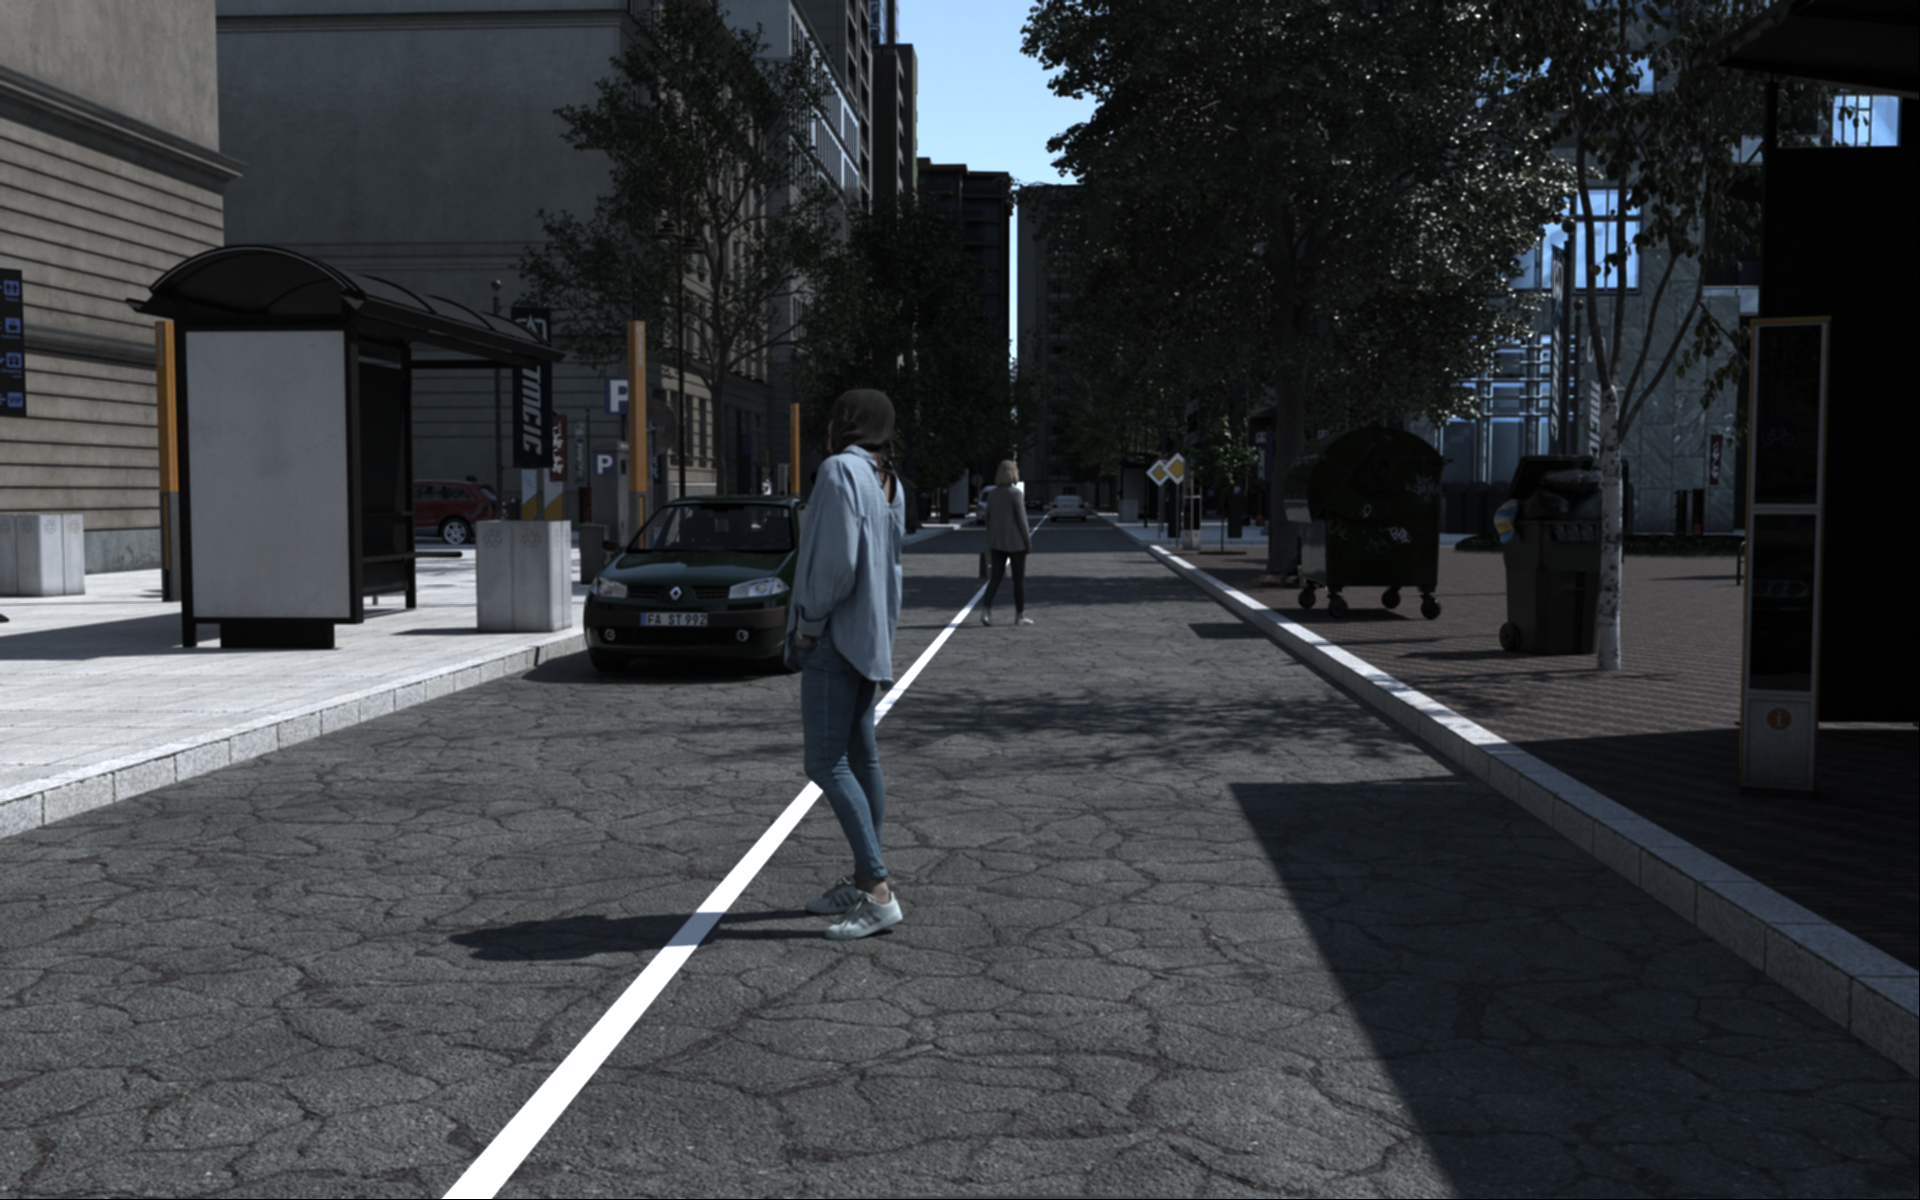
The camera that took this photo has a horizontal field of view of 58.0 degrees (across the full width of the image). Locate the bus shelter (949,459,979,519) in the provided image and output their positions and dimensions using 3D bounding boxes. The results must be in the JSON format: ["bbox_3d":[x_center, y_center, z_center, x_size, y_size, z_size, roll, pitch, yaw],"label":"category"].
[{"bbox_3d":[-0.122,-6.046,92.783,2.014,3.302,5.546,0,4,4],"label":"bus shelter"}]

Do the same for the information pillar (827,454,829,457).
[{"bbox_3d":[-6.466,-5.714,84.773,0.183,3.616,0.504,0,4,-5],"label":"information pillar"}]

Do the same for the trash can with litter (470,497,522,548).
[{"bbox_3d":[-10.432,-1.816,40.755,1.678,1.210,2.233,-3,4,-37],"label":"trash can with litter"}]

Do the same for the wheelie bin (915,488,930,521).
[{"bbox_3d":[-1.888,-4.528,81.933,0.980,1.594,0.693,1,4,20],"label":"wheelie bin"}]

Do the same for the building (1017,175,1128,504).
[{"bbox_3d":[14.292,-32.951,222.338,14.086,41.232,14.154,0,4,3],"label":"building"}]

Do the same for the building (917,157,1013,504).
[{"bbox_3d":[-7.655,-35.075,228.104,28.867,44.769,22.147,0,4,3],"label":"building"}]

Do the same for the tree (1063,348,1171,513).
[{"bbox_3d":[12.610,-13.398,137.185,7.486,12.596,7.792,0,3,0],"label":"tree"}]

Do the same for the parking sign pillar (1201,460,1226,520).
[{"bbox_3d":[12.747,-6.057,87.497,1.447,3.967,1.447,1,4,14],"label":"parking sign pillar"}]

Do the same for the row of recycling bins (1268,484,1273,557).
[{"bbox_3d":[6.737,-1.549,32.447,1.069,1.692,3.534,-1,4,-10],"label":"row of recycling bins"}]

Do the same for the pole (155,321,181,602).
[{"bbox_3d":[-9.393,-1.634,20.553,0.158,3.312,0.155,0,3,0],"label":"pole"}]

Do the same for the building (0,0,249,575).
[{"bbox_3d":[-30.774,-12.756,27.648,34.723,24.649,14.460,0,4,3],"label":"building"}]

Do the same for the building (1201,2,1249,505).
[{"bbox_3d":[31.316,-29.738,140.839,22.147,44.769,28.867,0,4,3],"label":"building"}]

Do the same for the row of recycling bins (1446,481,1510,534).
[{"bbox_3d":[16.850,-2.920,54.855,1.069,1.692,3.534,-2,4,-33],"label":"row of recycling bins"}]

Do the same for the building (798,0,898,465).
[{"bbox_3d":[-15.519,-42.615,135.009,20.563,71.187,20.611,0,4,3],"label":"building"}]

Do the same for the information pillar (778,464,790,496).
[{"bbox_3d":[-4.220,-2.312,42.300,0.304,2.012,0.304,-3,5,-43],"label":"information pillar"}]

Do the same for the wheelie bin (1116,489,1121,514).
[{"bbox_3d":[10.685,-6.456,113.463,0.693,1.594,0.980,3,5,40],"label":"wheelie bin"}]

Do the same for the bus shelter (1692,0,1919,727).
[{"bbox_3d":[4.629,-0.923,6.367,1.731,3.624,6.357,0,4,4],"label":"bus shelter"}]

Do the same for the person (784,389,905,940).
[{"bbox_3d":[-0.354,0.179,5.837,0.793,1.790,0.793,-1,4,-17],"label":"person"}]

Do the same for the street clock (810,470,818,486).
[{"bbox_3d":[-4.336,-2.976,53.224,0.471,2.002,0.358,1,4,14],"label":"street clock"}]

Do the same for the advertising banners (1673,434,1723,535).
[{"bbox_3d":[22.047,-3.397,51.729,0.090,3.025,2.074,-1,4,-14],"label":"advertising banners"}]

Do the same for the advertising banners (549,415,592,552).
[{"bbox_3d":[-8.161,-2.576,38.298,2.074,3.025,0.090,0,4,-3],"label":"advertising banners"}]

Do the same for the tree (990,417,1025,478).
[{"bbox_3d":[4.409,-13.009,163.053,4.737,8.622,4.395,0,3,0],"label":"tree"}]

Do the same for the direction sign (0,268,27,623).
[{"bbox_3d":[-9.737,-1.544,17.240,0.379,3.537,0.876,3,4,36],"label":"direction sign"}]

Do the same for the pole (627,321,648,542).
[{"bbox_3d":[-3.822,-1.633,20.539,0.158,3.312,0.155,0,3,0],"label":"pole"}]

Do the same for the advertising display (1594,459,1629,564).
[{"bbox_3d":[12.143,-1.660,32.354,0.123,1.923,0.974,-1,4,-12],"label":"advertising display"}]

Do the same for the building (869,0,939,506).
[{"bbox_3d":[-18.530,-53.129,181.337,31.000,86.520,22.319,0,4,3],"label":"building"}]

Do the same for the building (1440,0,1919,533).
[{"bbox_3d":[30.922,-45.996,64.703,31.000,86.520,22.319,0,4,3],"label":"building"}]

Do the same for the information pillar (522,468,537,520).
[{"bbox_3d":[-14.370,-4.058,57.700,0.504,3.616,0.183,-1,4,-18],"label":"information pillar"}]

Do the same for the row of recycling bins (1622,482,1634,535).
[{"bbox_3d":[18.526,-2.657,50.561,3.534,1.692,1.069,-3,5,-42],"label":"row of recycling bins"}]

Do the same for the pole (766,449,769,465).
[{"bbox_3d":[-8.745,-5.193,78.750,0.158,3.312,0.155,0,3,0],"label":"pole"}]

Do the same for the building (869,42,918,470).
[{"bbox_3d":[-11.298,-28.716,153.104,14.154,41.232,14.086,0,4,3],"label":"building"}]

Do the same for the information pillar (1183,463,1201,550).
[{"bbox_3d":[5.317,-2.153,39.693,0.304,2.012,0.304,-3,4,-37],"label":"information pillar"}]

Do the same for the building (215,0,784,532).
[{"bbox_3d":[-17.780,-14.664,73.045,16.112,22.955,30.059,0,4,3],"label":"building"}]

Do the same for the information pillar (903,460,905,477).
[{"bbox_3d":[-3.066,-6.651,100.095,0.504,3.616,0.183,0,4,8],"label":"information pillar"}]

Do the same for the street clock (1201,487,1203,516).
[{"bbox_3d":[14.057,-5.913,101.241,0.358,2.002,0.471,0,4,5],"label":"street clock"}]

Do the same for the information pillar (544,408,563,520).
[{"bbox_3d":[-10.203,-3.181,43.366,0.504,3.616,0.183,1,4,15],"label":"information pillar"}]

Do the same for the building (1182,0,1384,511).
[{"bbox_3d":[32.898,-33.160,165.861,21.300,48.544,21.600,0,4,3],"label":"building"}]

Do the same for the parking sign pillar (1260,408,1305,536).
[{"bbox_3d":[10.065,-3.991,53.720,1.447,3.967,1.447,-2,4,-35],"label":"parking sign pillar"}]

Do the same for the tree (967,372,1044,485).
[{"bbox_3d":[2.688,-12.860,136.015,9.928,11.665,9.643,0,3,0],"label":"tree"}]

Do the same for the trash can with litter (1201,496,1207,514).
[{"bbox_3d":[14.641,-5.551,102.146,0.624,1.170,1.055,-1,4,-18],"label":"trash can with litter"}]

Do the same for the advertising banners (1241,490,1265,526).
[{"bbox_3d":[11.992,-4.458,69.074,0.090,3.025,2.074,-3,5,-44],"label":"advertising banners"}]

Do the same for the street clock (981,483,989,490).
[{"bbox_3d":[1.588,-6.455,110.103,0.471,2.002,0.358,-2,4,-35],"label":"street clock"}]

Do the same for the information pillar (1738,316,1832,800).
[{"bbox_3d":[3.507,-0.176,7.376,0.304,2.012,0.304,2,4,25],"label":"information pillar"}]

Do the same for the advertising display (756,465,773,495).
[{"bbox_3d":[-4.325,-2.032,38.445,0.123,1.923,0.974,1,4,9],"label":"advertising display"}]

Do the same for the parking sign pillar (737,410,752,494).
[{"bbox_3d":[-7.035,-4.146,56.266,1.447,3.967,1.447,0,4,-8],"label":"parking sign pillar"}]

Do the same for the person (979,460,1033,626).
[{"bbox_3d":[0.444,-0.625,18.894,0.709,1.800,0.728,3,5,42],"label":"person"}]

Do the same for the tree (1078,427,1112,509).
[{"bbox_3d":[12.384,-12.317,151.746,4.360,8.622,3.978,0,3,0],"label":"tree"}]

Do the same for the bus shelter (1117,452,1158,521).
[{"bbox_3d":[8.935,-5.647,86.257,2.014,3.302,5.546,0,4,3],"label":"bus shelter"}]

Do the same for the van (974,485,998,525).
[{"bbox_3d":[1.699,-4.533,81.132,2.013,2.044,4.112,0,4,5],"label":"van"}]

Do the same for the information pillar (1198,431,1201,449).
[{"bbox_3d":[8.860,-4.457,64.222,0.183,3.616,0.504,1,4,9],"label":"information pillar"}]

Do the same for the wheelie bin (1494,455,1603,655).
[{"bbox_3d":[4.837,-0.373,13.999,0.980,1.594,0.693,-1,4,-13],"label":"wheelie bin"}]

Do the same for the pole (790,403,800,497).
[{"bbox_3d":[-3.714,-2.759,38.957,0.158,3.312,0.155,0,3,0],"label":"pole"}]

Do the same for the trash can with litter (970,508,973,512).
[{"bbox_3d":[0.342,-6.784,122.313,1.055,1.170,0.624,-1,4,-19],"label":"trash can with litter"}]

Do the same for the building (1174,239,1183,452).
[{"bbox_3d":[29.822,-25.245,184.452,14.160,30.474,14.107,0,4,3],"label":"building"}]

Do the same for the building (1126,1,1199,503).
[{"bbox_3d":[31.806,-48.035,223.622,20.611,71.187,20.563,0,4,3],"label":"building"}]

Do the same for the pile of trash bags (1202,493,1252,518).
[{"bbox_3d":[14.587,-5.117,93.422,1.912,1.369,3.447,-2,4,-32],"label":"pile of trash bags"}]

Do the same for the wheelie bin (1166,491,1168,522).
[{"bbox_3d":[9.733,-4.371,79.375,0.980,1.594,0.693,2,4,33],"label":"wheelie bin"}]

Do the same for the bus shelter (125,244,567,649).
[{"bbox_3d":[-5.599,-1.401,16.835,2.014,3.302,5.546,0,4,4],"label":"bus shelter"}]

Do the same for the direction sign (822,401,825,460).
[{"bbox_3d":[-3.371,-3.104,42.744,0.379,3.537,0.876,0,4,-8],"label":"direction sign"}]

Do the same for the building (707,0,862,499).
[{"bbox_3d":[-13.065,-19.877,102.483,11.434,29.767,29.804,0,4,3],"label":"building"}]
